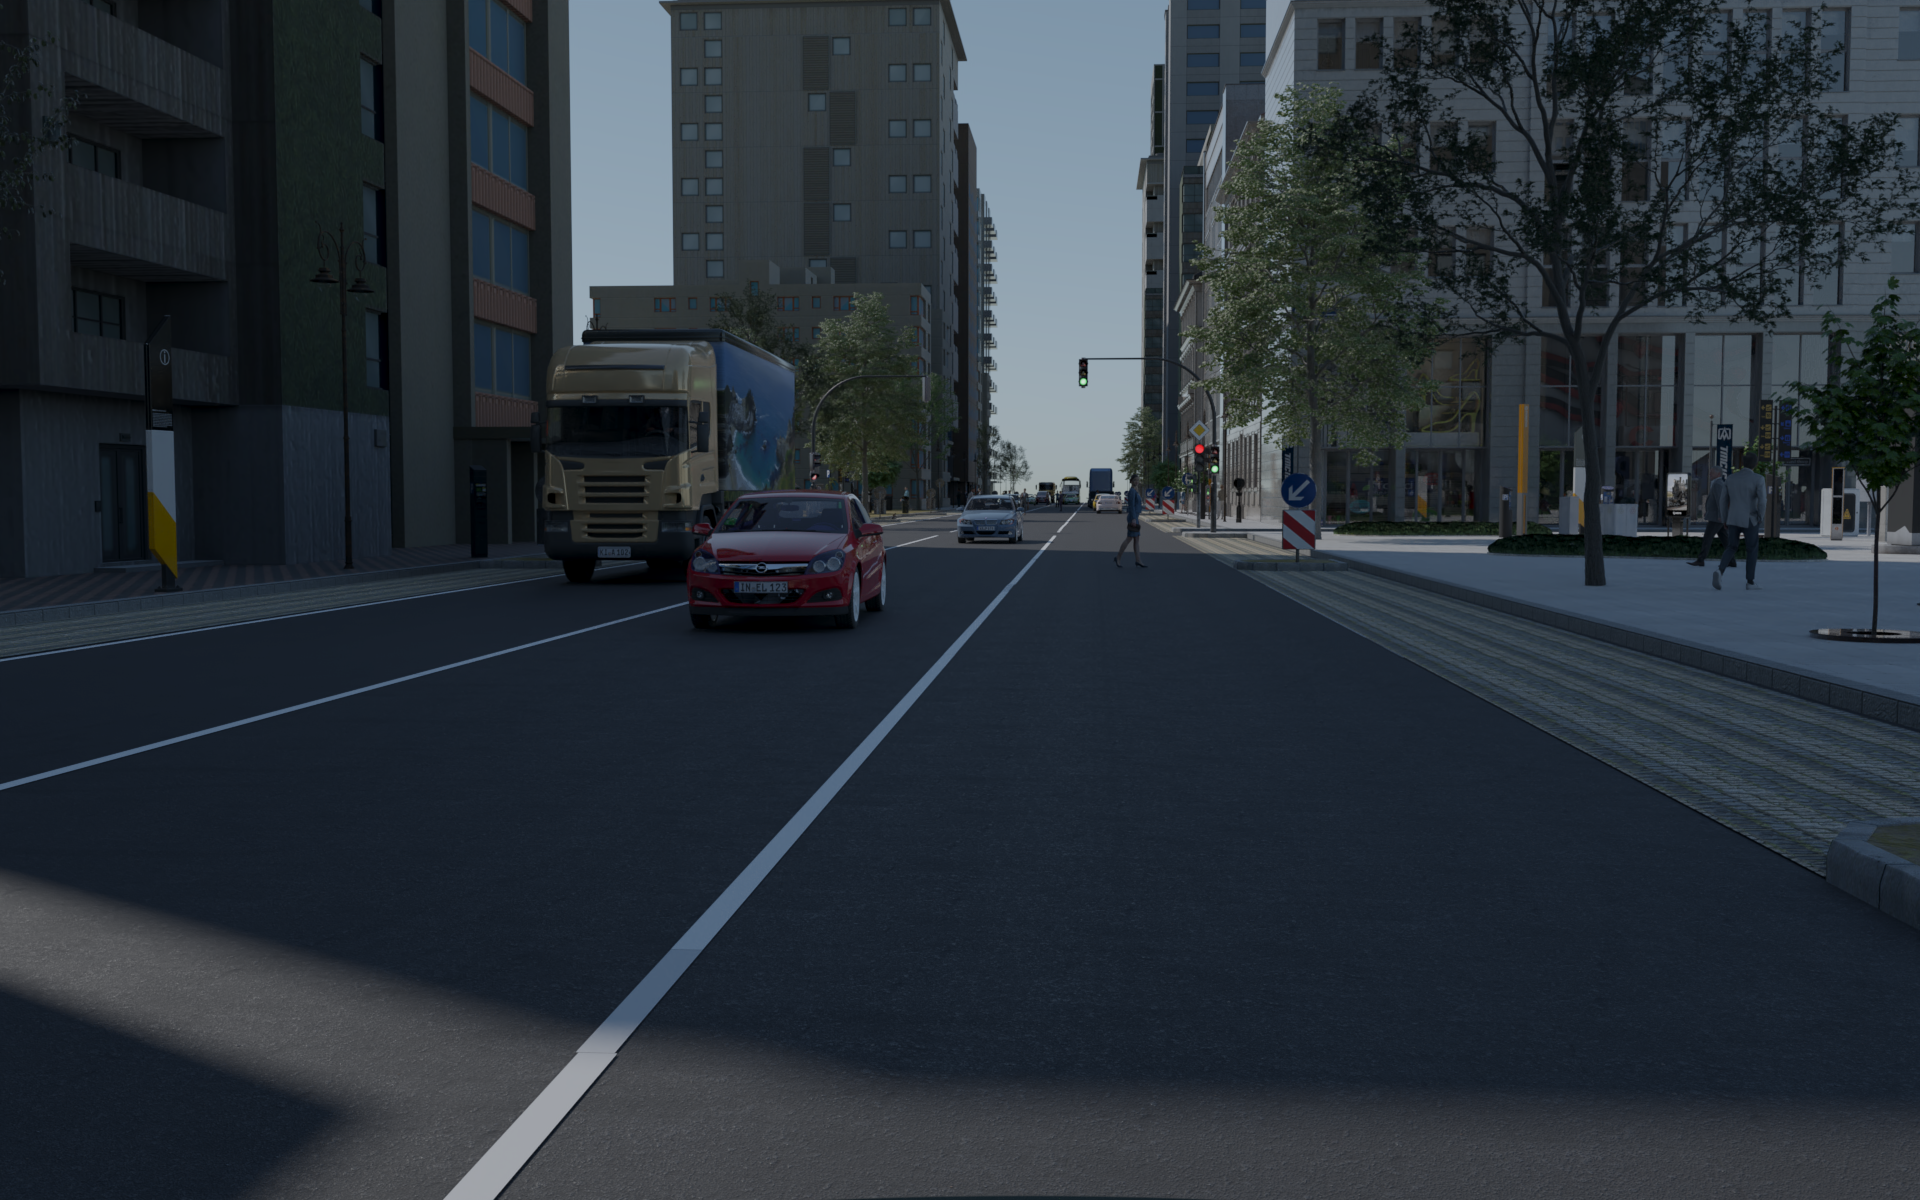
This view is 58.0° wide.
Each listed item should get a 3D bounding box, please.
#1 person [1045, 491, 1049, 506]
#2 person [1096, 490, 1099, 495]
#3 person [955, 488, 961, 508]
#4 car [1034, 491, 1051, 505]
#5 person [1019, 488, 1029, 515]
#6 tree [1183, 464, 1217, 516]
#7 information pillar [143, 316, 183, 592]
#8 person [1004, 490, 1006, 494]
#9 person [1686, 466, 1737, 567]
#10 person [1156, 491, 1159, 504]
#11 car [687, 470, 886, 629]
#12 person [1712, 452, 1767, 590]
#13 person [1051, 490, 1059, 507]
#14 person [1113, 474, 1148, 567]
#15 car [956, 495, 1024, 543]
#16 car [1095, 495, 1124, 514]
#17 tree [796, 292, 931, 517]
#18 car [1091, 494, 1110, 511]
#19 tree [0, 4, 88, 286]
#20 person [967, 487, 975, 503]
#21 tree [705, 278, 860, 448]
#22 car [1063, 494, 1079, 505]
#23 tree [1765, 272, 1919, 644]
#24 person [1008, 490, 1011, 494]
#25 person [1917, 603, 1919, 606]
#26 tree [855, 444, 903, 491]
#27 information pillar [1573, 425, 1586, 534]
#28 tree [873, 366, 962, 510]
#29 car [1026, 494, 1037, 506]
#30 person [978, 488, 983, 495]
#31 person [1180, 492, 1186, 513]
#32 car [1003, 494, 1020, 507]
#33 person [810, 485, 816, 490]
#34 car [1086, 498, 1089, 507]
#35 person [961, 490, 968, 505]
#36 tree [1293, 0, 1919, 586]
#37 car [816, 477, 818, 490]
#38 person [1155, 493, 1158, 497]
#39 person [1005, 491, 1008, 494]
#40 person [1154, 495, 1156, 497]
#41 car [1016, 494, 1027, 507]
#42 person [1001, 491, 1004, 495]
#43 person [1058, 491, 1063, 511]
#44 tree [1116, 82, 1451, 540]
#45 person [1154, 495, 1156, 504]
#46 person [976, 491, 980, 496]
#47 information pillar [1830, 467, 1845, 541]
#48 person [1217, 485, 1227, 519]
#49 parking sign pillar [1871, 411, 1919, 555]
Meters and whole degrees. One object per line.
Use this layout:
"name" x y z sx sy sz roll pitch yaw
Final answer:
"person" 10.602 -12.435 212.336 0.617 1.759 0.750 -2 4 -35
"person" 12.478 -9.084 157.007 0.705 1.826 1.348 1 4 15
"person" -0.147 -9.611 163.208 0.705 1.821 1.348 1 4 20
"car" 11.349 -13.997 237.519 2.281 1.827 5.304 0 4 5
"person" 4.363 -6.690 117.844 0.622 1.834 0.822 0 4 -7
"tree" 14.663 -6.783 105.498 1.663 3.219 1.824 0 3 0
"information pillar" -10.429 -1.912 22.609 0.183 3.616 0.504 1 4 9
"person" 6.991 -16.231 271.052 0.705 1.869 1.348 0 4 1
"person" 13.199 -1.464 30.384 0.834 1.777 0.661 1 4 19
"person" 26.387 -13.738 231.366 1.217 1.735 0.721 -3 5 -44
"car" -1.898 -0.660 19.824 2.155 1.783 4.494 0 4 4
"person" 10.447 -1.056 23.160 0.795 1.843 0.661 -2 4 -35
"person" 10.517 -10.929 187.168 1.348 1.826 0.705 1 4 17
"person" 3.346 -1.548 33.840 0.654 1.822 0.581 2 4 25
"car" 0.944 -2.439 51.882 2.014 1.417 4.499 0 4 5
"car" 10.957 -7.012 127.012 2.083 1.381 4.827 0 4 6
"tree" -5.360 -10.946 97.092 7.486 12.596 7.792 0 3 0
"car" 12.049 -8.293 145.816 2.015 1.641 3.980 0 4 3
"tree" -11.792 -4.142 18.080 4.360 8.622 3.978 0 3 0
"person" 0.601 -5.005 90.612 0.850 1.792 0.678 1 4 19
"tree" -8.327 -8.567 74.486 8.767 10.594 7.601 -2 4 -31
"car" 14.846 -13.422 231.249 2.131 1.459 4.920 0 4 3
"tree" 8.207 -1.258 15.173 1.663 3.219 1.824 0 3 0
"person" 4.168 -8.253 143.989 0.434 1.755 0.990 1 4 22
"person" 11.337 -0.825 19.811 0.573 1.790 0.520 3 5 43
"tree" -5.188 -7.721 109.953 4.285 4.588 4.351 0 3 0
"information pillar" 19.377 -3.834 54.042 0.504 3.616 0.183 -1 4 -19
"tree" -3.436 -12.905 136.756 9.928 11.665 9.643 0 3 0
"car" 8.463 -12.369 214.038 2.131 1.459 4.920 0 4 3
"person" 1.387 -6.804 119.527 0.755 1.850 0.659 0 4 -5
"person" 14.828 -6.644 114.692 0.654 1.822 0.581 0 4 8
"car" 3.937 -7.875 138.538 2.009 1.686 4.222 0 4 3
"person" -4.910 -2.974 57.882 0.466 1.731 0.760 -1 4 -13
"car" 14.956 -11.097 191.229 2.009 1.686 4.222 0 4 3
"person" 0.459 -10.665 181.221 0.742 1.727 0.445 -1 4 -17
"tree" 8.991 -5.498 24.302 8.767 10.594 7.601 1 4 10
"car" -2.244 -0.967 24.613 1.959 1.807 4.718 0 4 5
"person" 25.817 -13.462 229.372 0.991 1.433 0.599 2 4 25
"person" 5.192 -11.414 195.049 0.705 1.831 1.348 0 4 5
"person" 22.386 -12.011 203.107 1.217 1.739 0.721 2 4 23
"car" 6.411 -10.981 191.546 2.014 1.417 4.499 0 4 5
"person" 7.502 -17.881 298.403 0.705 1.823 1.348 -3 5 -42
"person" 8.410 -8.270 144.636 0.541 1.710 0.530 -3 5 -44
"tree" 9.707 -7.992 48.795 7.486 12.596 7.792 0 3 0
"person" 25.374 -13.241 225.760 0.991 1.433 0.599 1 4 12
"person" 1.596 -9.318 161.635 0.721 1.735 1.217 -2 4 -30
"information pillar" 24.168 -2.642 47.695 0.304 2.012 0.304 2 4 28
"person" 13.214 -4.948 87.491 0.519 1.759 0.362 0 4 -1
"parking sign pillar" 20.455 -2.982 37.222 1.447 3.967 1.447 0 4 7
